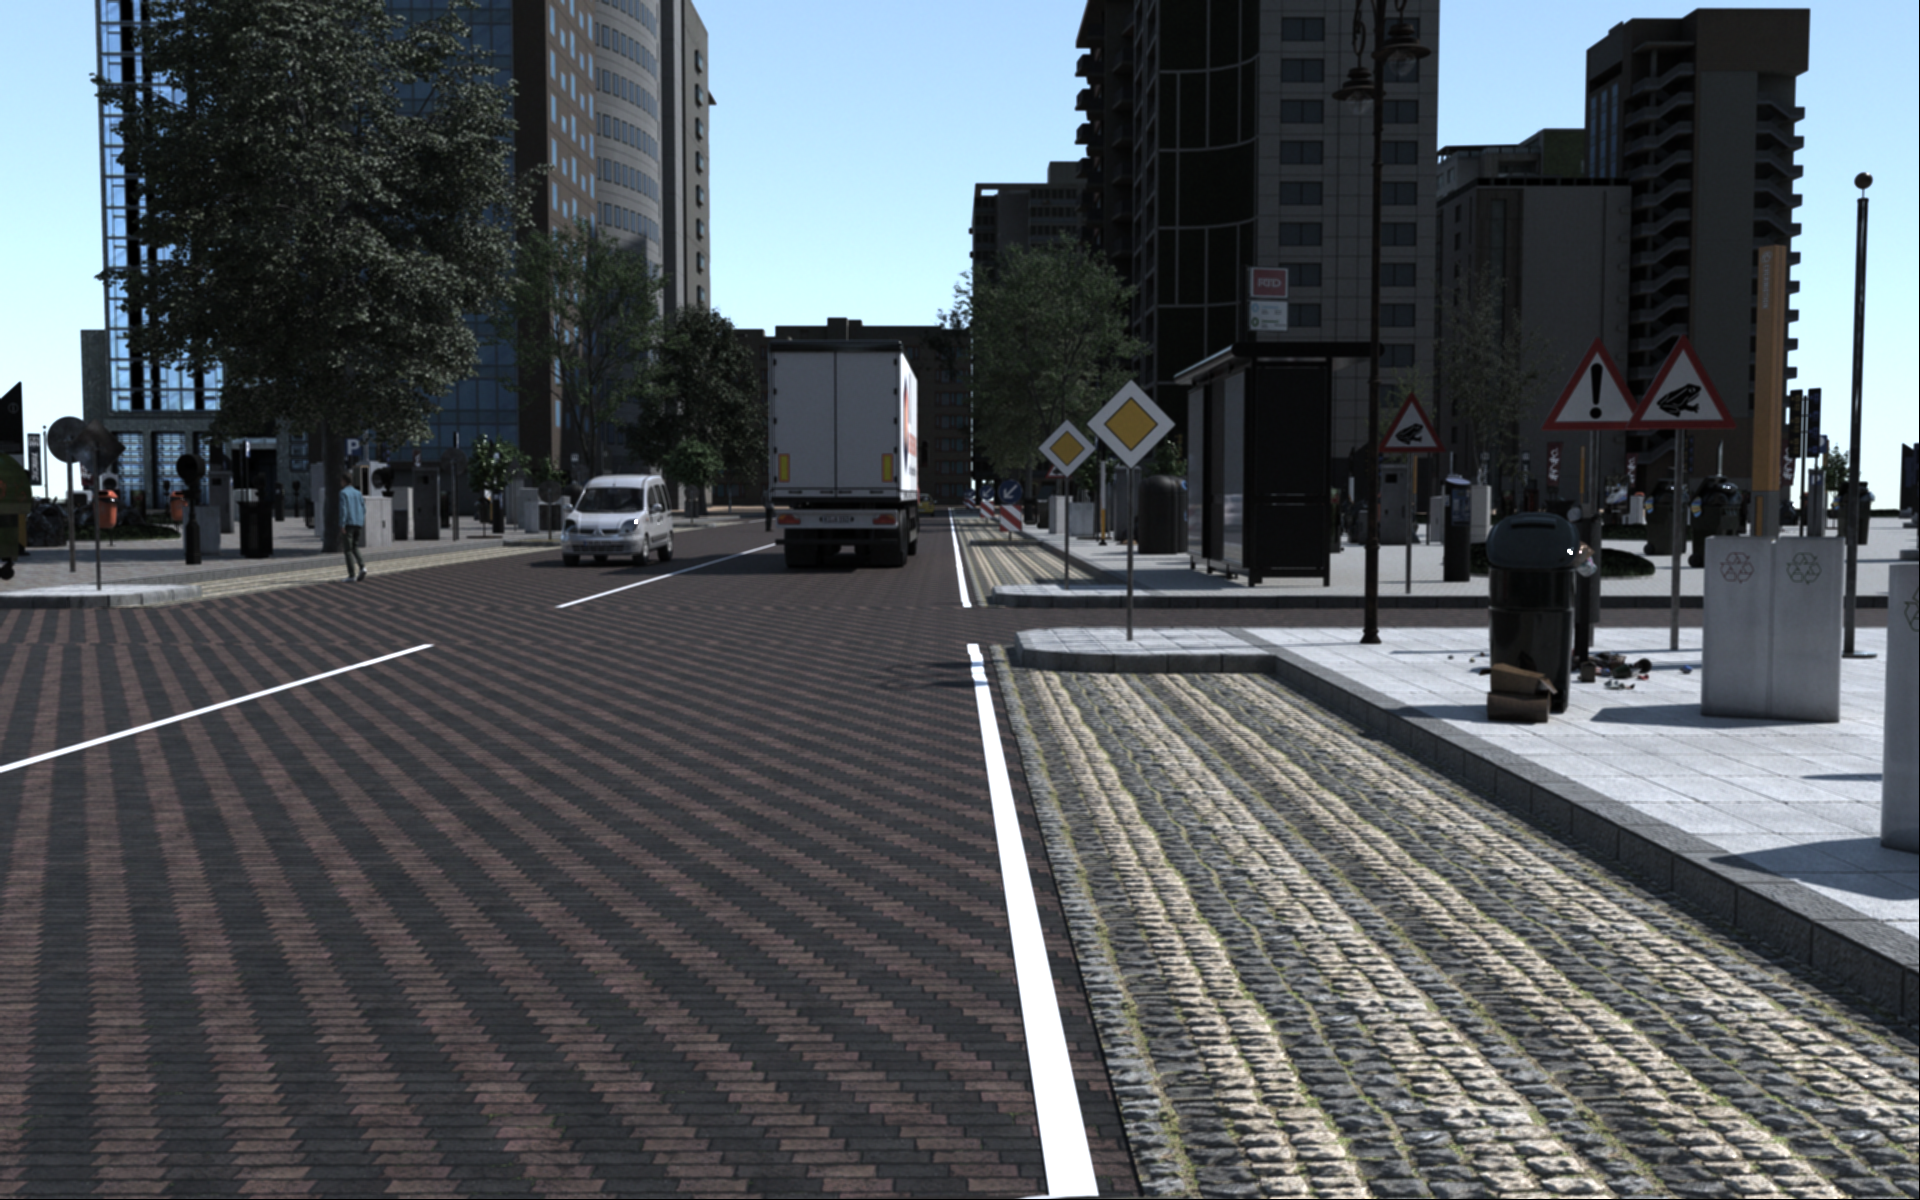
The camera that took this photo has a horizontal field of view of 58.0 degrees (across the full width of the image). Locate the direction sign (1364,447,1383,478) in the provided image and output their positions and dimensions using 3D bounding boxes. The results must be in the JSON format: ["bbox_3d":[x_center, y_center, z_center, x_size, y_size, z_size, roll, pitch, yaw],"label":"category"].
[{"bbox_3d":[19.783,-5.556,82.842,0.876,3.537,0.379,2,4,27],"label":"direction sign"}]

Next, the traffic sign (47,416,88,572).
[{"bbox_3d":[-14.580,-1.730,28.389,0.768,2.556,0.104,0,4,1],"label":"traffic sign"}]

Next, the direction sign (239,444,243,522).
[{"bbox_3d":[-32.465,-5.278,78.293,0.379,3.537,0.876,-2,4,-28],"label":"direction sign"}]

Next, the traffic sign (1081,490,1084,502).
[{"bbox_3d":[3.870,-3.336,54.645,0.768,2.556,0.104,0,4,3],"label":"traffic sign"}]

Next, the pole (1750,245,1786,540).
[{"bbox_3d":[6.682,-1.254,14.344,0.158,3.312,0.155,0,3,0],"label":"pole"}]

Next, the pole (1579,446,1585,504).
[{"bbox_3d":[26.457,-4.882,73.671,0.158,3.312,0.155,0,3,0],"label":"pole"}]

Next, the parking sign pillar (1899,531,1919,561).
[{"bbox_3d":[19.067,-2.756,33.526,1.447,3.967,1.447,0,4,7],"label":"parking sign pillar"}]

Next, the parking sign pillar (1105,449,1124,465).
[{"bbox_3d":[8.132,-6.151,89.049,1.447,3.967,1.447,-1,4,-9],"label":"parking sign pillar"}]

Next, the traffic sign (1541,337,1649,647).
[{"bbox_3d":[5.290,-0.885,14.478,0.884,2.594,0.081,0,4,5],"label":"traffic sign"}]

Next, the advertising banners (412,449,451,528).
[{"bbox_3d":[-20.330,-4.305,66.578,2.074,3.025,0.090,2,4,32],"label":"advertising banners"}]

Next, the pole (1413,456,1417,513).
[{"bbox_3d":[24.090,-5.987,91.727,0.158,3.312,0.155,0,3,0],"label":"pole"}]

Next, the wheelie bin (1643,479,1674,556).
[{"bbox_3d":[14.832,-1.738,36.329,0.980,1.594,0.693,-2,4,-29],"label":"wheelie bin"}]

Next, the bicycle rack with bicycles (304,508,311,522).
[{"bbox_3d":[-29.222,-4.093,80.308,2.852,0.926,2.925,-2,4,-28],"label":"bicycle rack with bicycles"}]

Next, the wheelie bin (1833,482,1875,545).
[{"bbox_3d":[22.735,-2.207,43.999,0.980,1.594,0.693,0,4,4],"label":"wheelie bin"}]

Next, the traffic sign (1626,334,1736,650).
[{"bbox_3d":[5.893,-0.869,14.217,0.884,2.594,0.081,0,4,3],"label":"traffic sign"}]

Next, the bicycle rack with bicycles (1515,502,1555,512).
[{"bbox_3d":[31.430,-4.995,95.047,2.852,0.926,2.925,-2,4,-31],"label":"bicycle rack with bicycles"}]

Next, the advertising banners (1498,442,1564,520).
[{"bbox_3d":[19.282,-3.813,58.527,2.074,3.025,0.090,2,4,27],"label":"advertising banners"}]

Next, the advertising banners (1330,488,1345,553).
[{"bbox_3d":[7.533,-2.501,37.087,2.074,3.025,0.090,-3,4,-38],"label":"advertising banners"}]

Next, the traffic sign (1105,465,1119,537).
[{"bbox_3d":[4.427,-3.015,51.419,0.606,2.300,0.079,0,4,6],"label":"traffic sign"}]

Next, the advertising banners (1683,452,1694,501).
[{"bbox_3d":[30.186,-4.633,71.930,0.090,3.025,2.074,1,4,9],"label":"advertising banners"}]

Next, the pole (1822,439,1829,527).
[{"bbox_3d":[32.324,-4.335,64.721,0.158,3.312,0.155,0,3,0],"label":"pole"}]

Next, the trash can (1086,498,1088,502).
[{"bbox_3d":[5.077,-3.268,65.078,0.748,1.137,0.748,0,3,0],"label":"trash can"}]

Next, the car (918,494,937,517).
[{"bbox_3d":[-2.469,-6.086,109.724,2.015,1.641,3.980,0,4,0],"label":"car"}]

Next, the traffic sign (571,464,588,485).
[{"bbox_3d":[-16.251,-4.517,73.952,0.768,2.556,0.104,0,4,4],"label":"traffic sign"}]

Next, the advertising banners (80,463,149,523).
[{"bbox_3d":[-27.236,-3.639,55.681,2.074,3.025,0.090,-2,4,-32],"label":"advertising banners"}]

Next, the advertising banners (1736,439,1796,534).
[{"bbox_3d":[25.752,-3.628,55.512,2.074,3.025,0.090,3,5,43],"label":"advertising banners"}]

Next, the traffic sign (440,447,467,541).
[{"bbox_3d":[-13.822,-2.886,47.286,0.768,2.556,0.104,1,4,9],"label":"traffic sign"}]

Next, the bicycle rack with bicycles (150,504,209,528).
[{"bbox_3d":[-29.086,-3.190,65.535,2.852,0.926,2.925,0,4,5],"label":"bicycle rack with bicycles"}]

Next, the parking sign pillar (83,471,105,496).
[{"bbox_3d":[-48.521,-6.641,97.046,1.447,3.967,1.447,2,4,24],"label":"parking sign pillar"}]

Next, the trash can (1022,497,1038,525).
[{"bbox_3d":[2.971,-3.726,72.568,0.748,1.137,0.748,0,3,0],"label":"trash can"}]

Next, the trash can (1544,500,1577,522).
[{"bbox_3d":[14.369,-1.826,41.505,0.748,1.137,0.748,0,3,0],"label":"trash can"}]

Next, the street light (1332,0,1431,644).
[{"bbox_3d":[3.534,-2.565,14.726,0.468,5.910,1.993,0,4,0],"label":"street light"}]

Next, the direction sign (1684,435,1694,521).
[{"bbox_3d":[28.172,-4.589,67.019,0.379,3.537,0.876,0,4,3],"label":"direction sign"}]

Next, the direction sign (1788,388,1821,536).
[{"bbox_3d":[18.197,-2.776,37.378,0.379,3.537,0.876,-1,4,-16],"label":"direction sign"}]

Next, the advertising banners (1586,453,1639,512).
[{"bbox_3d":[27.623,-4.719,73.351,2.074,3.025,0.090,1,4,15],"label":"advertising banners"}]

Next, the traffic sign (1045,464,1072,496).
[{"bbox_3d":[3.249,-3.502,57.265,0.884,2.594,0.081,0,4,5],"label":"traffic sign"}]

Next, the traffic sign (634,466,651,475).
[{"bbox_3d":[-14.286,-4.758,77.907,0.768,2.556,0.104,0,4,1],"label":"traffic sign"}]

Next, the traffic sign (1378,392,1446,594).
[{"bbox_3d":[5.759,-1.357,22.187,0.884,2.594,0.081,0,4,1],"label":"traffic sign"}]

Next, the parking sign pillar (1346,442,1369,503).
[{"bbox_3d":[20.445,-6.128,88.670,1.447,3.967,1.447,3,5,40],"label":"parking sign pillar"}]

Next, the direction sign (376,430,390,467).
[{"bbox_3d":[-19.855,-4.130,59.515,0.379,3.537,0.876,-3,4,-37],"label":"direction sign"}]

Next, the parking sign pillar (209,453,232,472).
[{"bbox_3d":[-40.344,-6.486,94.519,1.447,3.967,1.447,2,4,26],"label":"parking sign pillar"}]

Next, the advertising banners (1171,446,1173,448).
[{"bbox_3d":[7.276,-4.099,63.205,2.074,3.025,0.090,-2,4,-34],"label":"advertising banners"}]

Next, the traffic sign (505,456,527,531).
[{"bbox_3d":[-15.353,-3.652,59.719,0.884,2.594,0.081,0,4,7],"label":"traffic sign"}]

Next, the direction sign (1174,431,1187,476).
[{"bbox_3d":[8.116,-4.302,62.341,0.876,3.537,0.379,0,4,-2],"label":"direction sign"}]

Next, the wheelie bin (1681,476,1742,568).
[{"bbox_3d":[13.206,-1.367,30.259,0.980,1.594,0.693,-2,4,-35],"label":"wheelie bin"}]

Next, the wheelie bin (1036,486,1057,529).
[{"bbox_3d":[3.261,-3.443,64.197,0.693,1.594,0.980,-3,5,-42],"label":"wheelie bin"}]
